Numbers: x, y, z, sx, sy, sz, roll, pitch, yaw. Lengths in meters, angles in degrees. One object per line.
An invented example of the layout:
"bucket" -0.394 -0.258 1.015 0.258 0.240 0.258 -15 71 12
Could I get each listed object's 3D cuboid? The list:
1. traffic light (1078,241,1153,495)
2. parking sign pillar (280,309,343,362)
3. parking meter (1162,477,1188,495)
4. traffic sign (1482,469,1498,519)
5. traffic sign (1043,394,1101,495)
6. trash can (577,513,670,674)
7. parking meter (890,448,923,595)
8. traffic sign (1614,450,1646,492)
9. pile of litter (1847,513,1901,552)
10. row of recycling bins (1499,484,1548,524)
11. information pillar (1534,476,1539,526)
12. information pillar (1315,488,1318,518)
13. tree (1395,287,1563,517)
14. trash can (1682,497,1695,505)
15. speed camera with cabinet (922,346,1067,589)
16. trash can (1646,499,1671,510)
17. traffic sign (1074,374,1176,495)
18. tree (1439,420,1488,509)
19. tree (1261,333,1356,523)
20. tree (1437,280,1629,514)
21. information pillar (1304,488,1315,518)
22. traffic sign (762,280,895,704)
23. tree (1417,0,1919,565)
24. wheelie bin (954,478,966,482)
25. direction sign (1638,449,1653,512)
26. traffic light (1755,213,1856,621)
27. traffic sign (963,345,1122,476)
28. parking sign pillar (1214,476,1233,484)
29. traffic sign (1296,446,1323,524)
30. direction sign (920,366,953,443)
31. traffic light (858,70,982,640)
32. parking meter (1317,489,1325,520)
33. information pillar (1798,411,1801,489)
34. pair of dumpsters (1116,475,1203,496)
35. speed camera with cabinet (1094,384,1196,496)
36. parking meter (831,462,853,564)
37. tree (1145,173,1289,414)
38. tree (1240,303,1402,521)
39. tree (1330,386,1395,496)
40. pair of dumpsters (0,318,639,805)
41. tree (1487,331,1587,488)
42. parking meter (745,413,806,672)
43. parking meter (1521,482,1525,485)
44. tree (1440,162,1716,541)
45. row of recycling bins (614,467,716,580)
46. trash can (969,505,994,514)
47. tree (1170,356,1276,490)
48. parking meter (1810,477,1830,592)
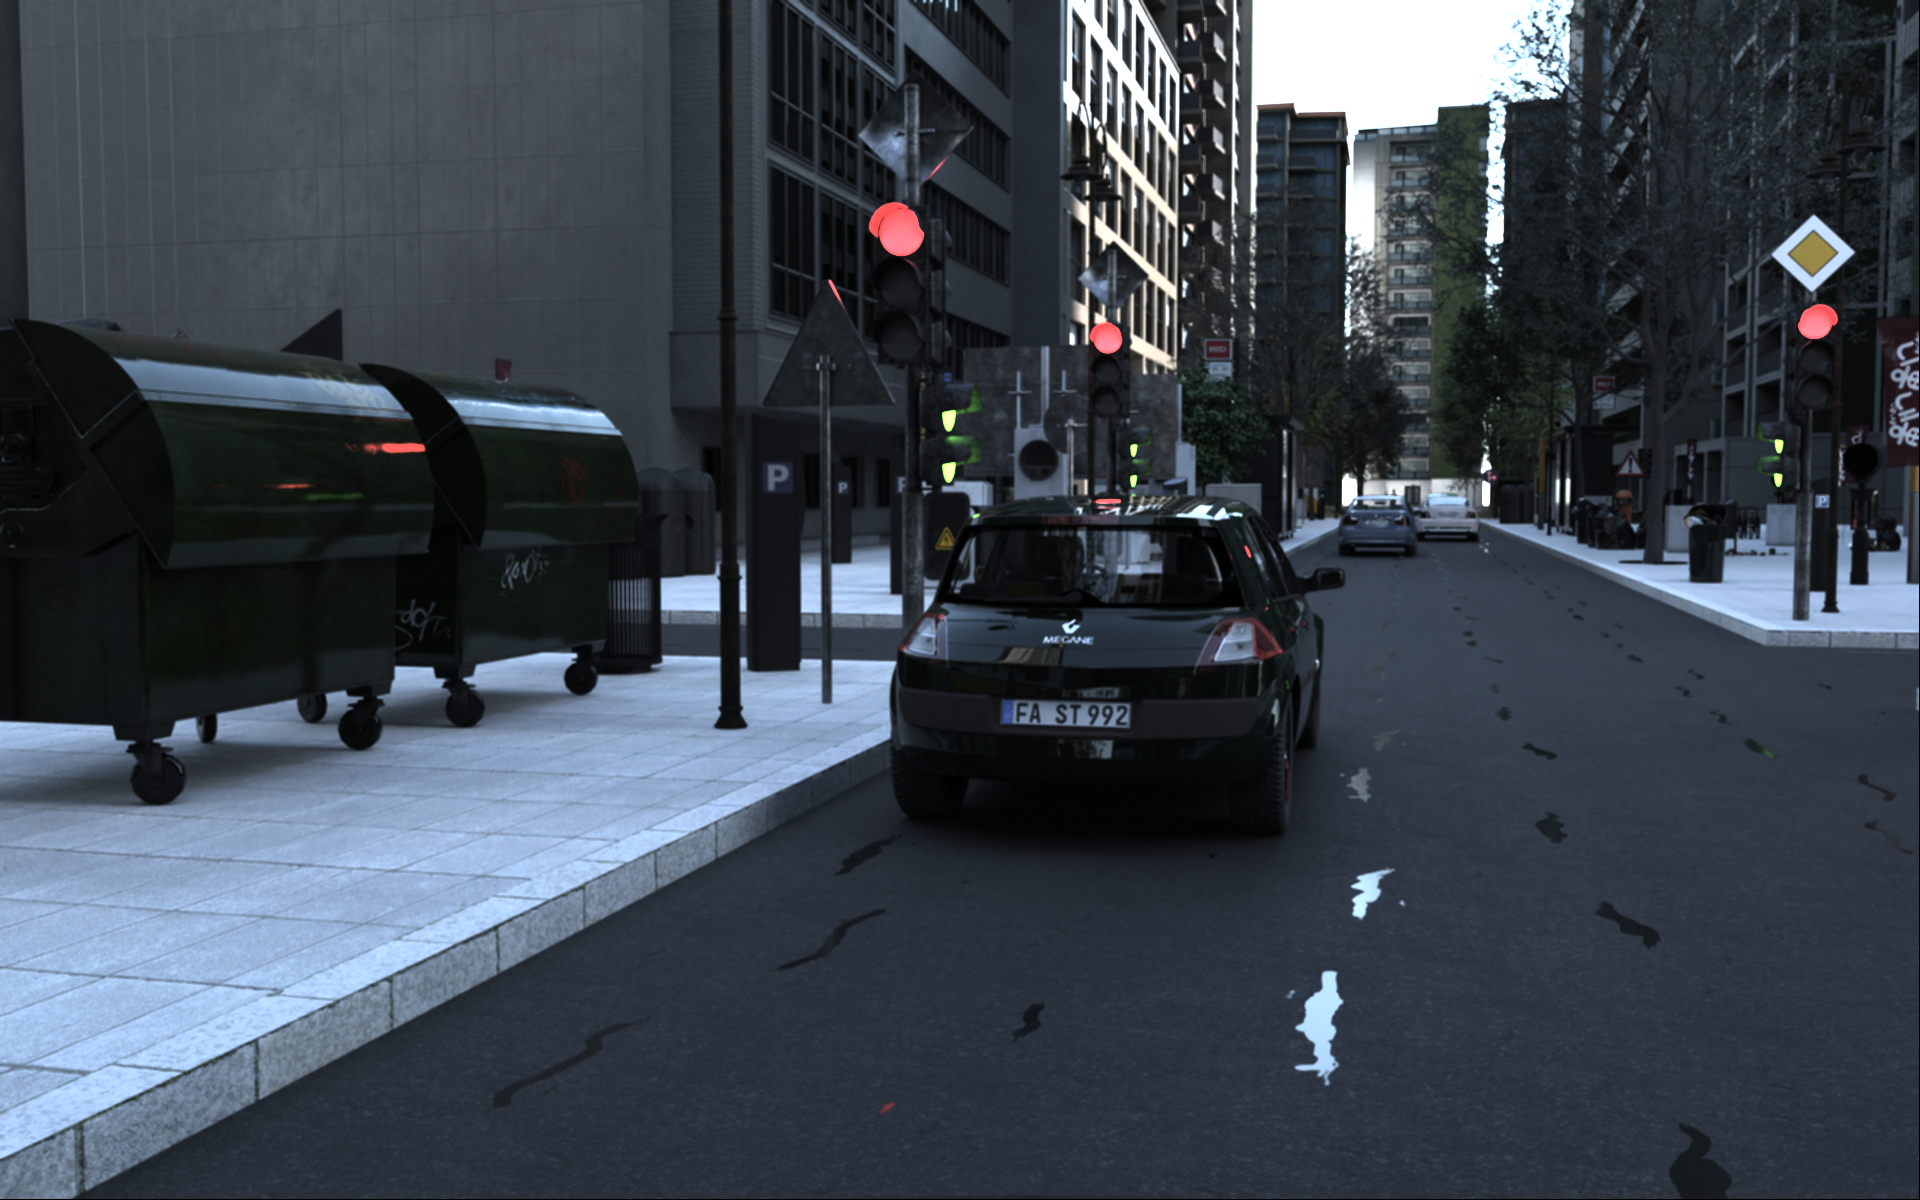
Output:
"traffic light" 1.703 -1.856 19.270 0.839 4.253 0.868 1 4 14
"parking sign pillar" -9.658 -2.265 25.510 1.447 3.967 1.447 0 4 5
"parking meter" 3.224 -1.075 25.994 0.372 1.533 0.369 0 3 0
"traffic sign" 26.744 -5.338 87.378 0.768 2.556 0.104 1 4 19
"traffic sign" 1.411 -1.348 22.143 0.768 2.556 0.104 1 4 22
"trash can" -2.466 -0.053 12.516 0.748 1.137 0.748 0 3 0
"parking meter" -0.684 -1.004 22.128 0.399 1.863 0.255 0 4 5
"traffic sign" 19.822 -3.135 51.259 0.884 2.594 0.081 1 4 16
"pile of litter" 20.622 -1.538 39.105 1.719 0.858 1.176 -3 4 -37
"row of recycling bins" 24.673 -4.181 75.475 3.534 1.692 1.069 -3 5 -44
"information pillar" 23.392 -4.009 70.045 0.304 2.012 0.304 1 4 10
"information pillar" 18.793 -6.148 91.869 0.504 3.616 0.183 3 4 38
"tree" 29.277 -10.836 95.298 7.486 12.596 7.792 0 3 0
"trash can" 33.687 -4.199 80.312 0.748 1.137 0.748 0 3 0
"speed camera with cabinet" 0.431 -1.771 23.291 2.038 3.252 0.660 1 4 13
"trash can" 21.501 -2.549 53.336 0.748 1.137 0.748 0 3 0
"traffic sign" 2.545 -2.185 29.602 2.265 3.308 0.079 1 4 15
"tree" 43.415 -12.121 148.532 4.360 8.622 3.978 0 3 0
"tree" 15.086 -7.719 76.574 4.737 8.622 4.395 0 3 0
"tree" 26.838 -9.503 81.133 9.928 11.665 9.643 0 3 0
"information pillar" 18.384 -6.127 91.525 0.504 3.616 0.183 -2 4 -34
"traffic sign" -0.816 -0.645 10.550 0.884 2.594 0.081 1 4 21
"tree" 12.911 -7.406 31.452 12.009 13.543 11.850 0 3 0
"wheelie bin" -0.235 -1.630 34.558 0.980 1.594 0.693 0 4 -7
"direction sign" 34.304 -5.793 86.705 0.876 3.537 0.379 -1 4 -15
"traffic light" 8.543 -1.749 17.522 0.839 4.253 0.868 1 4 14
"traffic sign" 1.113 -1.832 23.831 2.265 3.308 0.079 1 4 19
"parking sign pillar" 9.181 -4.260 58.117 1.447 3.967 1.447 1 4 14
"traffic sign" 14.231 -4.860 73.335 2.265 3.308 0.079 2 4 24
"direction sign" -0.508 -2.362 30.619 0.876 3.537 0.379 -2 4 -33
"traffic light" -0.298 -1.383 11.538 0.839 4.253 0.868 1 4 14
"parking meter" 18.193 -4.824 87.284 0.372 1.533 0.369 0 3 0
"information pillar" 22.294 -3.332 45.833 0.183 3.616 0.504 3 5 43
"pair of dumpsters" 3.931 -1.998 35.154 1.574 2.255 4.437 1 4 14
"speed camera with cabinet" 3.329 -2.276 31.552 0.660 3.252 2.038 -3 5 -42
"parking meter" -2.199 -1.609 32.012 0.399 1.863 0.255 -2 4 -27
"tree" 12.516 -9.493 65.579 12.009 13.543 11.850 0 3 0
"tree" 17.095 -9.146 83.946 8.767 10.594 7.601 0 4 2
"tree" 35.628 -14.315 152.180 7.486 12.596 7.792 0 3 0
"pair of dumpsters" -3.323 -0.407 9.152 1.574 2.255 4.437 1 4 15
"tree" 24.254 -7.484 72.728 4.737 8.622 4.395 0 3 0
"parking meter" -1.344 -0.421 12.600 0.399 1.863 0.255 -1 4 -21
"parking meter" 28.476 -4.997 87.404 0.255 1.863 0.399 1 4 8
"tree" 16.528 -6.867 46.694 7.601 10.594 8.767 1 4 21
"row of recycling bins" -4.997 -1.187 26.529 1.069 1.692 3.534 2 4 32
"trash can" 0.486 -0.619 21.776 0.748 1.137 0.748 0 3 0
"tree" 5.732 -3.494 40.837 4.285 4.588 4.351 0 3 0
"parking meter" 11.349 -0.883 22.856 0.372 1.533 0.369 0 3 0
